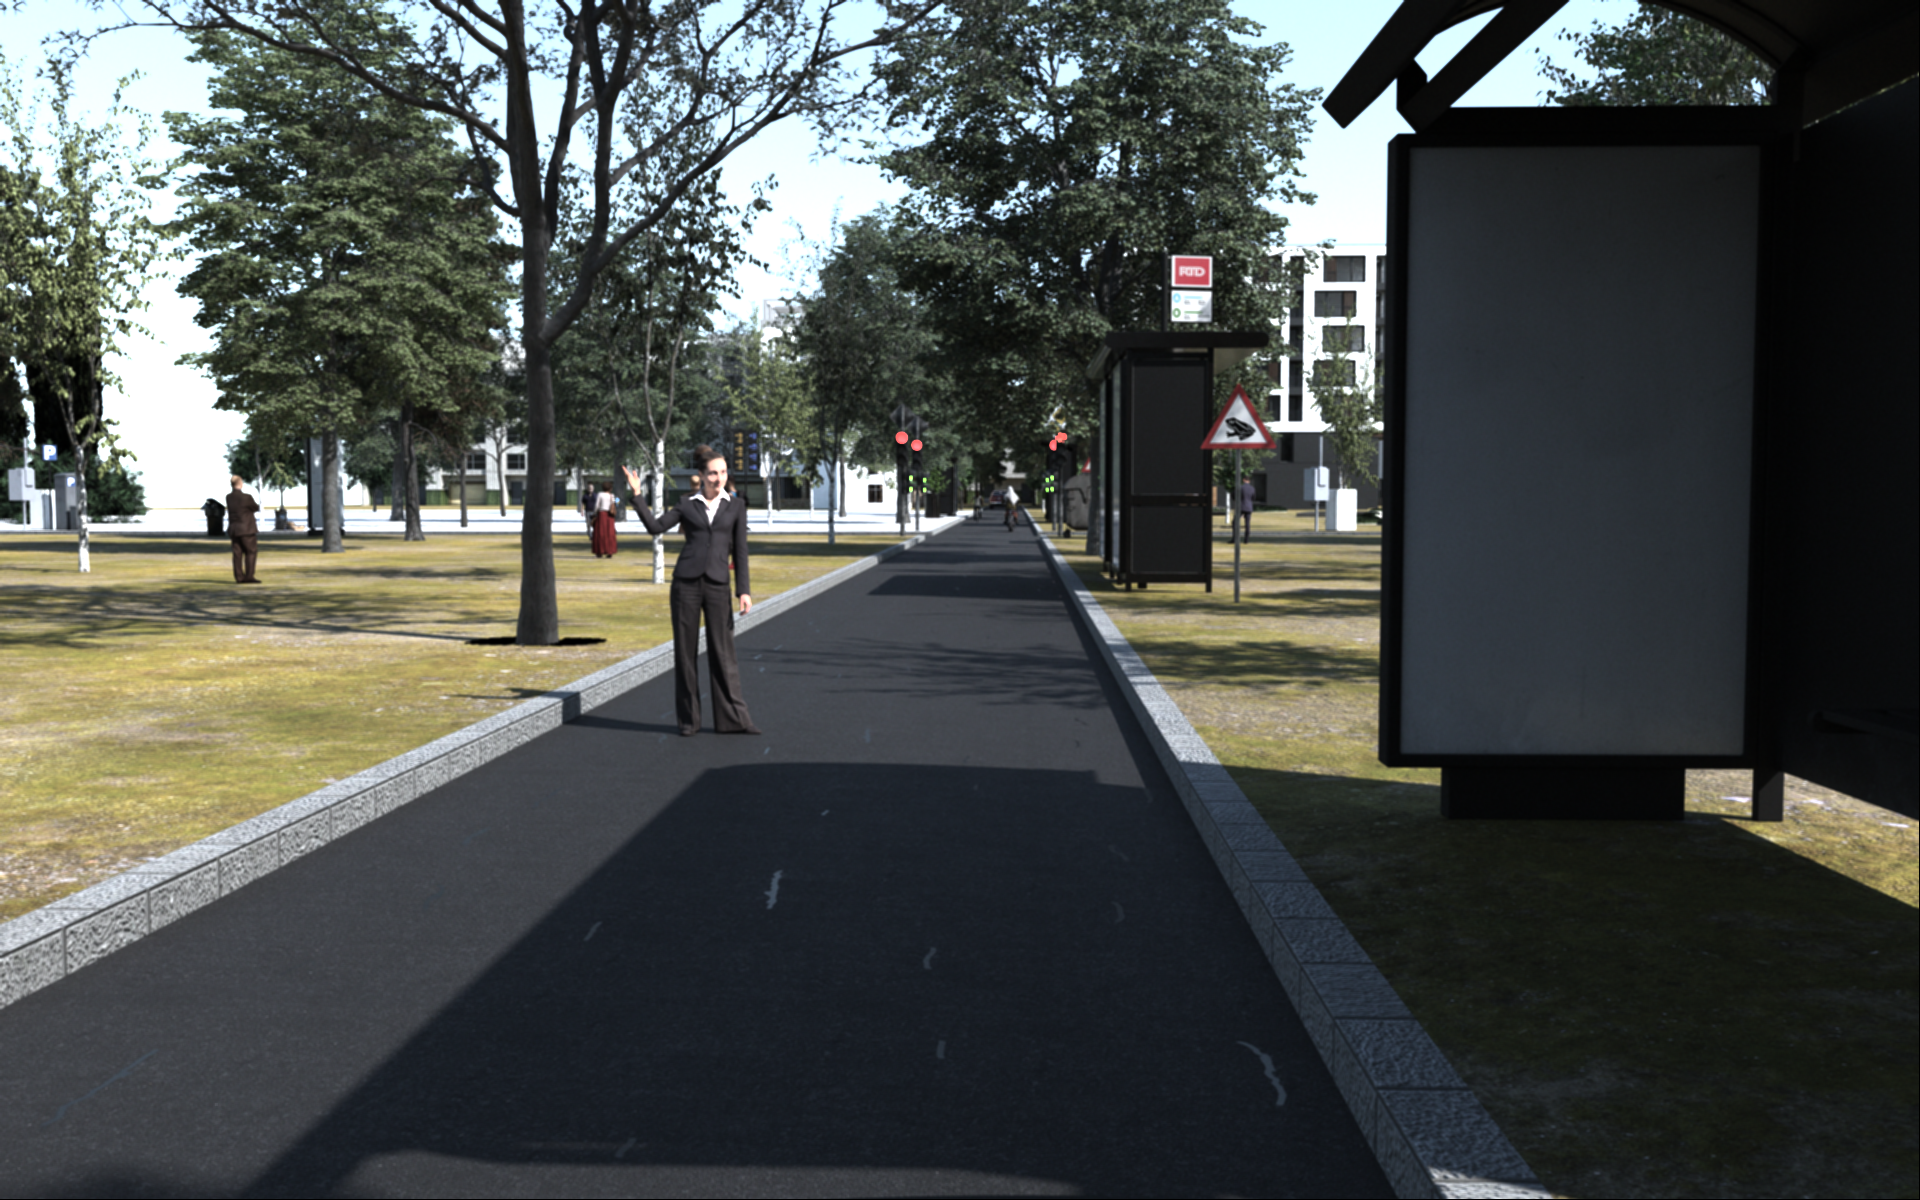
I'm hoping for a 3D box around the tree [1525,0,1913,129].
[{"bbox_3d":[7.811,-4.025,16.168,4.360,8.622,3.978,0,3,0],"label":"tree"}]

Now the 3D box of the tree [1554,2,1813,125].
[{"bbox_3d":[18.763,-8.300,42.355,9.857,13.997,8.962,0,3,0],"label":"tree"}]

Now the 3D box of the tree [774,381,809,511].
[{"bbox_3d":[-13.661,-11.802,127.376,8.767,10.594,7.601,3,5,45],"label":"tree"}]

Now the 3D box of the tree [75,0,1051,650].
[{"bbox_3d":[-3.465,-6.365,14.441,12.009,13.543,11.850,0,3,0],"label":"tree"}]

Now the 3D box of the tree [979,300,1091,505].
[{"bbox_3d":[5.617,-10.750,97.812,6.751,12.117,7.091,0,3,0],"label":"tree"}]

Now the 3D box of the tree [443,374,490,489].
[{"bbox_3d":[-25.657,-8.446,88.454,4.360,8.622,3.978,0,3,0],"label":"tree"}]

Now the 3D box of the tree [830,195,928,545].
[{"bbox_3d":[-3.100,-5.718,43.856,4.360,8.622,3.978,0,3,0],"label":"tree"}]

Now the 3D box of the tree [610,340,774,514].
[{"bbox_3d":[-16.652,-10.055,98.806,7.601,10.594,8.767,3,5,42],"label":"tree"}]

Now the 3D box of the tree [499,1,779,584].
[{"bbox_3d":[-4.421,-4.552,24.786,4.360,8.622,3.978,0,3,0],"label":"tree"}]

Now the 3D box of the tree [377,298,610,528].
[{"bbox_3d":[-18.958,-8.076,66.452,8.767,10.594,7.601,0,4,5],"label":"tree"}]

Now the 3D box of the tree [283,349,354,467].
[{"bbox_3d":[-26.660,-7.401,71.366,4.360,8.622,3.978,0,3,0],"label":"tree"}]

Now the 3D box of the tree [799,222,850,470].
[{"bbox_3d":[-2.482,-10.296,74.997,9.857,13.997,8.962,0,3,0],"label":"tree"}]

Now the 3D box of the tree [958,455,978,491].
[{"bbox_3d":[-0.331,-8.908,129.356,4.285,4.588,4.351,0,3,0],"label":"tree"}]

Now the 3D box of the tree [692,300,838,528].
[{"bbox_3d":[-7.194,-7.018,65.113,4.737,8.622,4.395,0,3,0],"label":"tree"}]

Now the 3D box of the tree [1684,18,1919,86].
[{"bbox_3d":[6.459,-3.656,10.142,4.737,8.622,4.395,0,3,0],"label":"tree"}]

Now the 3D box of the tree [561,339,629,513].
[{"bbox_3d":[-25.975,-12.111,116.137,7.486,12.596,7.792,0,3,0],"label":"tree"}]

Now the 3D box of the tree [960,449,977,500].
[{"bbox_3d":[0.004,-12.709,158.157,4.360,8.622,3.978,0,3,0],"label":"tree"}]

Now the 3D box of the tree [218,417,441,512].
[{"bbox_3d":[-44.886,-9.786,122.910,20.602,7.101,11.467,1,4,12],"label":"tree"}]

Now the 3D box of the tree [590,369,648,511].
[{"bbox_3d":[-24.706,-12.639,132.397,9.928,11.665,9.643,0,3,0],"label":"tree"}]

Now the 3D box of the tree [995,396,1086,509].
[{"bbox_3d":[7.190,-14.283,151.653,7.486,12.596,7.792,0,3,0],"label":"tree"}]

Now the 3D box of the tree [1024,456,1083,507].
[{"bbox_3d":[6.499,-7.905,112.954,4.285,4.588,4.351,0,3,0],"label":"tree"}]

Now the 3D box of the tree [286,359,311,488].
[{"bbox_3d":[-26.667,-7.100,66.452,4.737,8.622,4.395,0,3,0],"label":"tree"}]

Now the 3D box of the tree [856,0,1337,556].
[{"bbox_3d":[2.840,-7.893,35.702,9.857,13.997,8.962,0,3,0],"label":"tree"}]

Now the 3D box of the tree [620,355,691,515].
[{"bbox_3d":[-15.349,-8.405,87.783,4.737,8.622,4.395,0,3,0],"label":"tree"}]

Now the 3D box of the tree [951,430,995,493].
[{"bbox_3d":[1.809,-17.293,200.871,7.486,12.596,7.792,0,3,0],"label":"tree"}]

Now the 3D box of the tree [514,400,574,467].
[{"bbox_3d":[-25.891,-9.584,107.068,4.737,8.622,4.395,0,3,0],"label":"tree"}]

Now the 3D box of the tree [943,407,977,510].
[{"bbox_3d":[0.079,-12.534,139.351,8.767,10.594,7.601,0,4,2],"label":"tree"}]

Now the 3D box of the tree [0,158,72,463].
[{"bbox_3d":[-26.059,-7.432,43.568,6.751,12.117,7.091,0,3,0],"label":"tree"}]

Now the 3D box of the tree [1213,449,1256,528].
[{"bbox_3d":[10.514,-4.365,65.961,1.663,3.219,1.824,0,3,0],"label":"tree"}]

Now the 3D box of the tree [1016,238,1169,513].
[{"bbox_3d":[4.094,-5.800,45.193,4.360,8.622,3.978,0,3,0],"label":"tree"}]

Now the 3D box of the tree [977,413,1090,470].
[{"bbox_3d":[6.743,-11.777,126.969,8.767,10.594,7.601,-1,4,-16],"label":"tree"}]

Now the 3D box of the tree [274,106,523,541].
[{"bbox_3d":[-15.137,-7.662,47.327,6.751,12.117,7.091,0,3,0],"label":"tree"}]

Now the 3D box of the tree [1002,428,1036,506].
[{"bbox_3d":[7.792,-15.871,185.249,9.928,11.665,9.643,0,3,0],"label":"tree"}]

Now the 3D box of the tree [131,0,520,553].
[{"bbox_3d":[-13.476,-7.285,37.232,7.486,12.596,7.792,0,3,0],"label":"tree"}]

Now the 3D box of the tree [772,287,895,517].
[{"bbox_3d":[-6.892,-10.825,95.116,7.486,12.596,7.792,0,3,0],"label":"tree"}]

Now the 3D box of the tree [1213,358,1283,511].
[{"bbox_3d":[20.503,-13.033,131.217,7.486,12.596,7.792,0,3,0],"label":"tree"}]

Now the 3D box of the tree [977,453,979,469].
[{"bbox_3d":[2.546,-17.654,210.693,6.751,12.117,7.091,0,3,0],"label":"tree"}]

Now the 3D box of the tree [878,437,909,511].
[{"bbox_3d":[-5.421,-11.094,131.748,4.737,8.622,4.395,0,3,0],"label":"tree"}]

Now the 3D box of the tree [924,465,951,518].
[{"bbox_3d":[-1.250,-5.966,92.140,1.663,3.219,1.824,0,3,0],"label":"tree"}]

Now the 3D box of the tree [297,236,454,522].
[{"bbox_3d":[-26.357,-10.649,80.766,9.857,13.997,8.962,0,3,0],"label":"tree"}]

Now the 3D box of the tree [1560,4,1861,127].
[{"bbox_3d":[12.364,-6.030,24.348,9.928,11.665,9.643,0,3,0],"label":"tree"}]

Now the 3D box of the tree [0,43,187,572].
[{"bbox_3d":[-14.515,-4.753,28.072,4.737,8.622,4.395,0,3,0],"label":"tree"}]

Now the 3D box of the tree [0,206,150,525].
[{"bbox_3d":[-44.804,-10.726,77.196,18.604,14.587,13.155,0,4,-7],"label":"tree"}]

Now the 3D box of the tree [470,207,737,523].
[{"bbox_3d":[-15.236,-10.462,77.703,9.857,13.997,8.962,0,3,0],"label":"tree"}]
